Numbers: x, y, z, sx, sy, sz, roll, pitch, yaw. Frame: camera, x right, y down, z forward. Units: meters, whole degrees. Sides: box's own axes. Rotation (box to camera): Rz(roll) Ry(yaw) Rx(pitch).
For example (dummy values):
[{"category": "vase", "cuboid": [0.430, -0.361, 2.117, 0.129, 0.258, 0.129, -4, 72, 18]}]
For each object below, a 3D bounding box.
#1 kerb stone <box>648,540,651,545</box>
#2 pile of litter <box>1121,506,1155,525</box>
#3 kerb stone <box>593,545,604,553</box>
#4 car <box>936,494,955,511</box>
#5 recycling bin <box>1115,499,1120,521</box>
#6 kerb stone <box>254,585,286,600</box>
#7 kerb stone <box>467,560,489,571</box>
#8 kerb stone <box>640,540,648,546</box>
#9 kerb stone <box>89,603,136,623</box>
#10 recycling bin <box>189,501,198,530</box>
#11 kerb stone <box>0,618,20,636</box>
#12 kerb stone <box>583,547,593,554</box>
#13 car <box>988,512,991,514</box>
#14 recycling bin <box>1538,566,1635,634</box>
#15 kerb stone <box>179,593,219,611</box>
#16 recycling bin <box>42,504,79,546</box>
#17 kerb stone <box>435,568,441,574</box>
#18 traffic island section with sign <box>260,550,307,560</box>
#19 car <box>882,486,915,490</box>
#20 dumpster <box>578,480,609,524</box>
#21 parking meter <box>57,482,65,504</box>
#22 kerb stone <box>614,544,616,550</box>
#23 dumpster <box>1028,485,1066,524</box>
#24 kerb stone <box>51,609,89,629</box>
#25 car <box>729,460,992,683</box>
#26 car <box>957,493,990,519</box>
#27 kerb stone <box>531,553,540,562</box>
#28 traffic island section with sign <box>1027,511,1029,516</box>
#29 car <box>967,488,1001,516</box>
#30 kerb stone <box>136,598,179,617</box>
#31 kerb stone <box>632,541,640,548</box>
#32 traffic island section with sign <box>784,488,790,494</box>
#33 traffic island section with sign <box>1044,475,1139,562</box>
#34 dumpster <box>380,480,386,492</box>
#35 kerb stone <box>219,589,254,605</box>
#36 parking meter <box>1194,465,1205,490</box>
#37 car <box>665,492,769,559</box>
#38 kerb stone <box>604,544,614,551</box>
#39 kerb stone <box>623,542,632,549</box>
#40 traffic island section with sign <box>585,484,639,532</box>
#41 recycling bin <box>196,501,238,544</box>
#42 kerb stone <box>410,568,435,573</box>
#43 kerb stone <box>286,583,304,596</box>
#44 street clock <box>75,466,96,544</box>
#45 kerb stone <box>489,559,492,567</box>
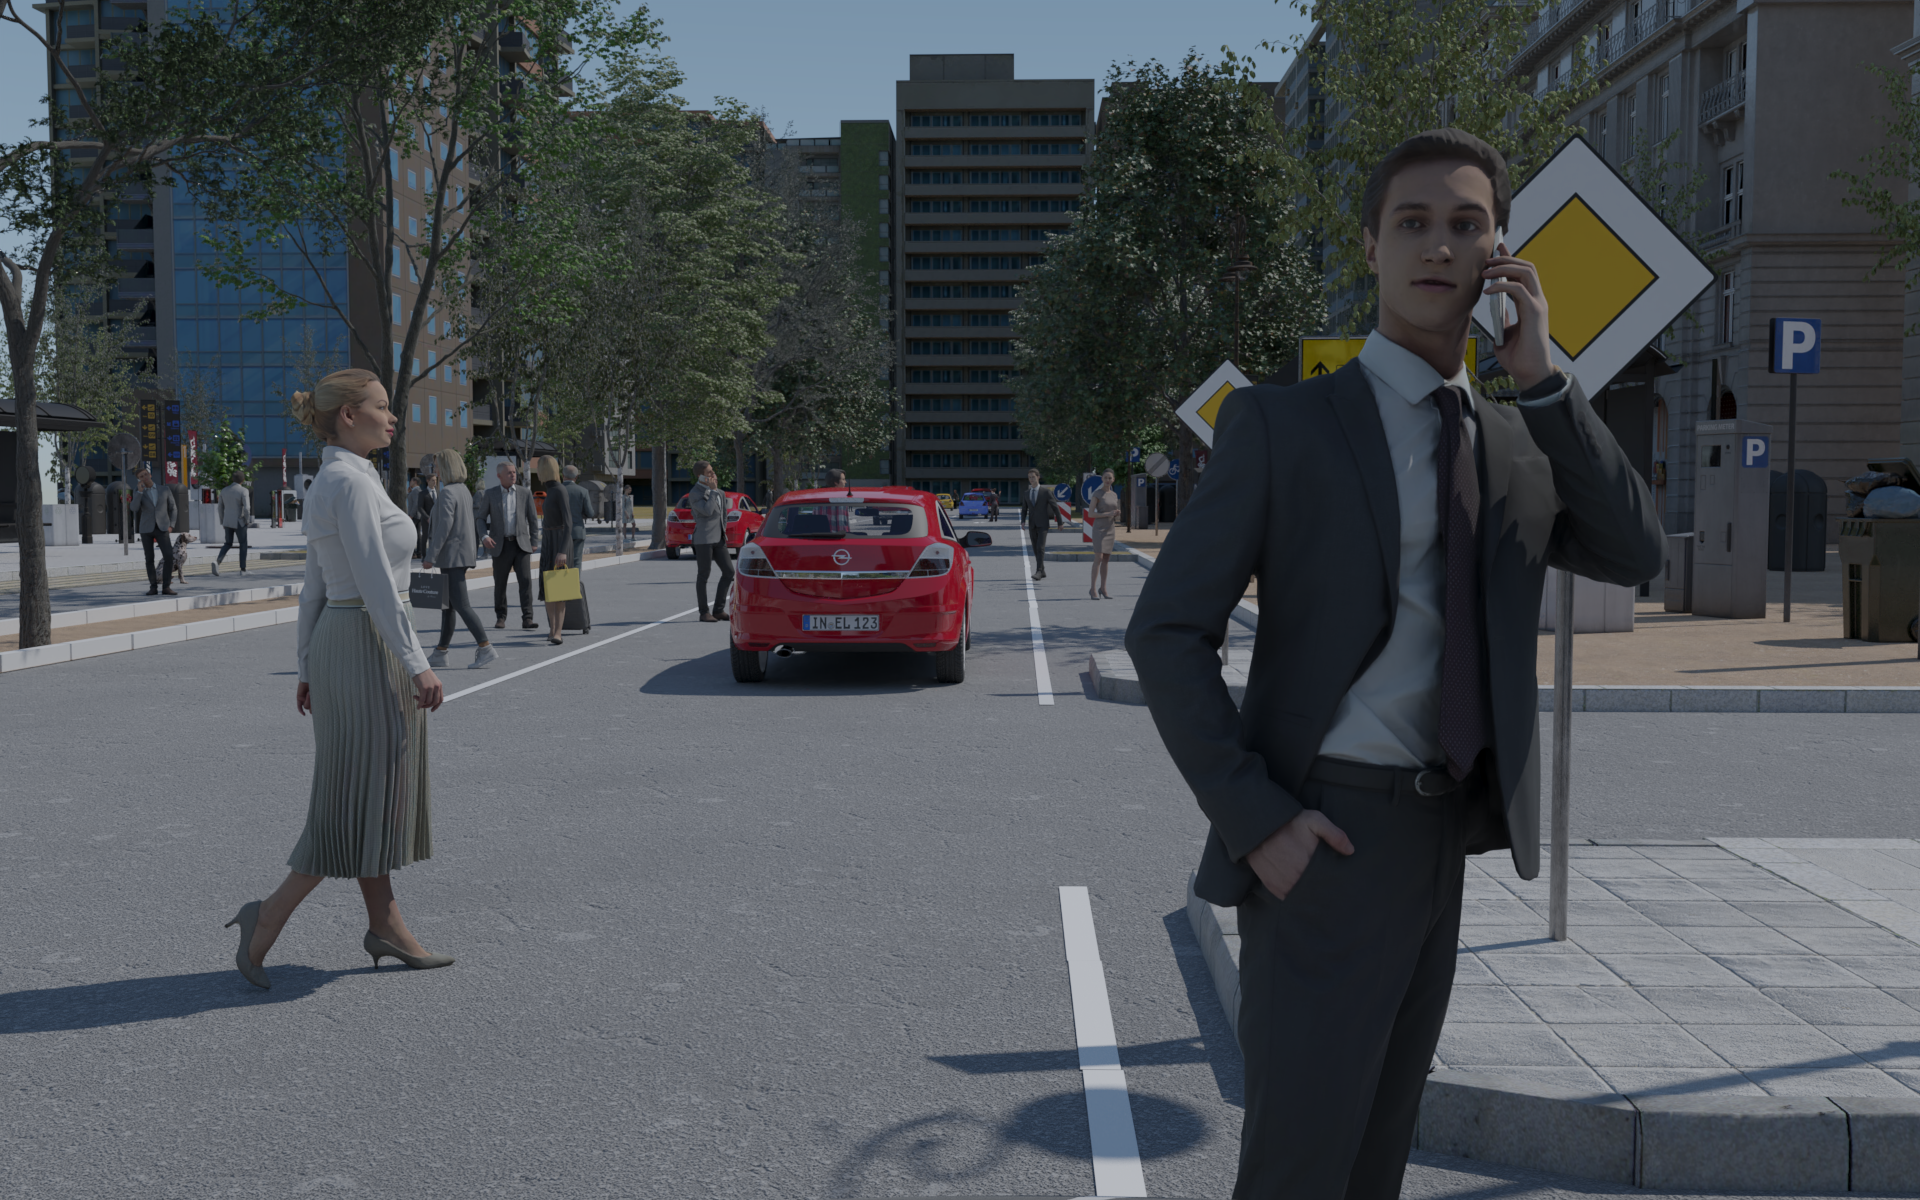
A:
[{"category": "kerb stone", "cuboid": [-8.698, -1.591, 48.209, 0.120, 0.150, 1.000, 0, 4, 2]}, {"category": "pile of litter", "cuboid": [7.483, -3.577, 72.454, 1.176, 0.858, 1.719, -2, 4, -24]}, {"category": "kerb stone", "cuboid": [-8.892, -1.216, 42.073, 0.120, 0.150, 1.000, 0, 4, 2]}, {"category": "car", "cuboid": [-1.433, -8.427, 148.000, 2.015, 1.641, 3.980, 0, 4, 1]}, {"category": "recycling bin", "cuboid": [7.375, -4.341, 83.532, 0.722, 1.027, 0.722, -2, 4, -27]}, {"category": "kerb stone", "cuboid": [-9.495, -0.087, 23.629, 0.120, 0.150, 1.000, 0, 4, 2]}, {"category": "kerb stone", "cuboid": [-9.192, -0.652, 32.860, 0.120, 0.150, 1.000, 0, 4, 2]}, {"category": "kerb stone", "cuboid": [-8.727, -1.528, 47.186, 0.120, 0.150, 1.000, 0, 4, 2]}, {"category": "kerb stone", "cuboid": [-9.634, 0.163, 19.538, 0.120, 0.150, 1.000, 0, 4, 2]}, {"category": "recycling bin", "cuboid": [-27.485, -3.034, 62.156, 0.722, 1.027, 0.722, 0, 4, -7]}, {"category": "kerb stone", "cuboid": [-9.702, 0.288, 17.489, 0.120, 0.150, 1.000, 0, 4, 2]}, {"category": "kerb stone", "cuboid": [-8.931, -1.150, 41.049, 0.120, 0.150, 1.000, 0, 4, 2]}, {"category": "car", "cuboid": [1.470, -7.155, 128.786, 2.131, 1.459, 4.920, 0, 4, 1]}, {"category": "recycling bin", "cuboid": [5.838, -0.229, 16.303, 0.722, 1.027, 0.722, -1, 4, -17]}, {"category": "kerb stone", "cuboid": [-9.562, 0.037, 21.584, 0.120, 0.150, 1.000, 0, 4, 2]}, {"category": "recycling bin", "cuboid": [-22.321, -1.851, 42.816, 0.722, 1.027, 0.722, 2, 4, 30]}, {"category": "kerb stone", "cuboid": [-9.262, -0.527, 30.811, 0.120, 0.150, 1.000, 0, 4, 2]}, {"category": "traffic island section with sign", "cuboid": [-14.134, -1.820, 38.383, 1.989, 1.847, 2.006, 0, 4, 2]}, {"category": "car", "cuboid": [-2.868, -4.415, 80.862, 2.281, 1.827, 5.304, 0, 4, 4]}, {"category": "dumpster", "cuboid": [-15.834, -4.198, 74.401, 1.264, 1.857, 1.865, 0, 4, 2]}, {"category": "parking meter", "cuboid": [-43.787, -4.819, 84.502, 0.255, 1.863, 0.399, 2, 4, 35]}, {"category": "kerb stone", "cuboid": [-8.825, -1.341, 44.119, 0.120, 0.150, 1.000, 0, 4, 2]}, {"category": "dumpster", "cuboid": [4.113, -4.485, 81.551, 1.865, 1.857, 1.264, 0, 4, 0]}, {"category": "kerb stone", "cuboid": [-9.668, 0.228, 18.517, 0.120, 0.150, 1.000, 0, 4, 2]}, {"category": "car", "cuboid": [-0.807, -0.342, 14.635, 2.155, 1.783, 4.494, 0, 4, 1]}, {"category": "car", "cuboid": [0.791, -5.563, 100.549, 1.945, 1.707, 3.694, 0, 4, 1]}, {"category": "kerb stone", "cuboid": [-9.055, -0.903, 36.957, 0.120, 0.150, 1.000, 0, 4, 2]}, {"category": "traffic island section with sign", "cuboid": [5.341, -6.487, 114.685, 1.989, 1.847, 2.006, 0, 4, 2]}, {"category": "car", "cuboid": [1.561, -6.580, 116.261, 2.281, 1.827, 5.304, 0, 4, 3]}, {"category": "kerb stone", "cuboid": [-9.606, 0.100, 20.562, 0.120, 0.150, 1.000, 0, 4, 2]}, {"category": "kerb stone", "cuboid": [-8.759, -1.464, 46.164, 0.120, 0.150, 1.000, 0, 4, 2]}, {"category": "traffic island section with sign", "cuboid": [-11.603, -6.541, 115.574, 1.989, 1.847, 2.006, 0, 4, 2]}, {"category": "traffic island section with sign", "cuboid": [2.825, -1.770, 37.570, 1.989, 1.847, 2.006, 0, 4, 2]}, {"category": "dumpster", "cuboid": [-19.244, -3.201, 54.824, 1.502, 2.255, 1.985, 0, 4, 2]}, {"category": "kerb stone", "cuboid": [-9.532, -0.025, 22.606, 0.120, 0.150, 1.000, 0, 4, 2]}, {"category": "parking meter", "cuboid": [5.394, -2.021, 38.754, 0.255, 1.863, 0.399, -1, 4, -9]}, {"category": "car", "cuboid": [-5.463, -1.860, 39.448, 2.155, 1.783, 4.494, 0, 4, 3]}, {"category": "kerb stone", "cuboid": [-8.862, -1.278, 43.097, 0.120, 0.150, 1.000, 0, 4, 2]}, {"category": "kerb stone", "cuboid": [-8.794, -1.402, 45.142, 0.120, 0.150, 1.000, 0, 4, 2]}, {"category": "traffic island section with sign", "cuboid": [-13.243, -3.481, 65.544, 1.989, 1.847, 2.006, 0, 4, 2]}, {"category": "recycling bin", "cuboid": [-19.276, -1.989, 45.070, 0.722, 1.027, 0.722, 3, 4, 38]}, {"category": "kerb stone", "cuboid": [-9.299, -0.464, 29.790, 0.120, 0.150, 1.000, 0, 4, 2]}, {"category": "kerb stone", "cuboid": [-9.469, -0.151, 24.670, 0.120, 0.150, 1.000, 0, 4, 2]}, {"category": "street clock", "cuboid": [-22.538, -2.453, 44.671, 0.471, 2.002, 0.358, 1, 4, 15]}, {"category": "kerb stone", "cuboid": [-9.169, -0.715, 33.887, 0.120, 0.150, 1.000, 0, 4, 2]}]
